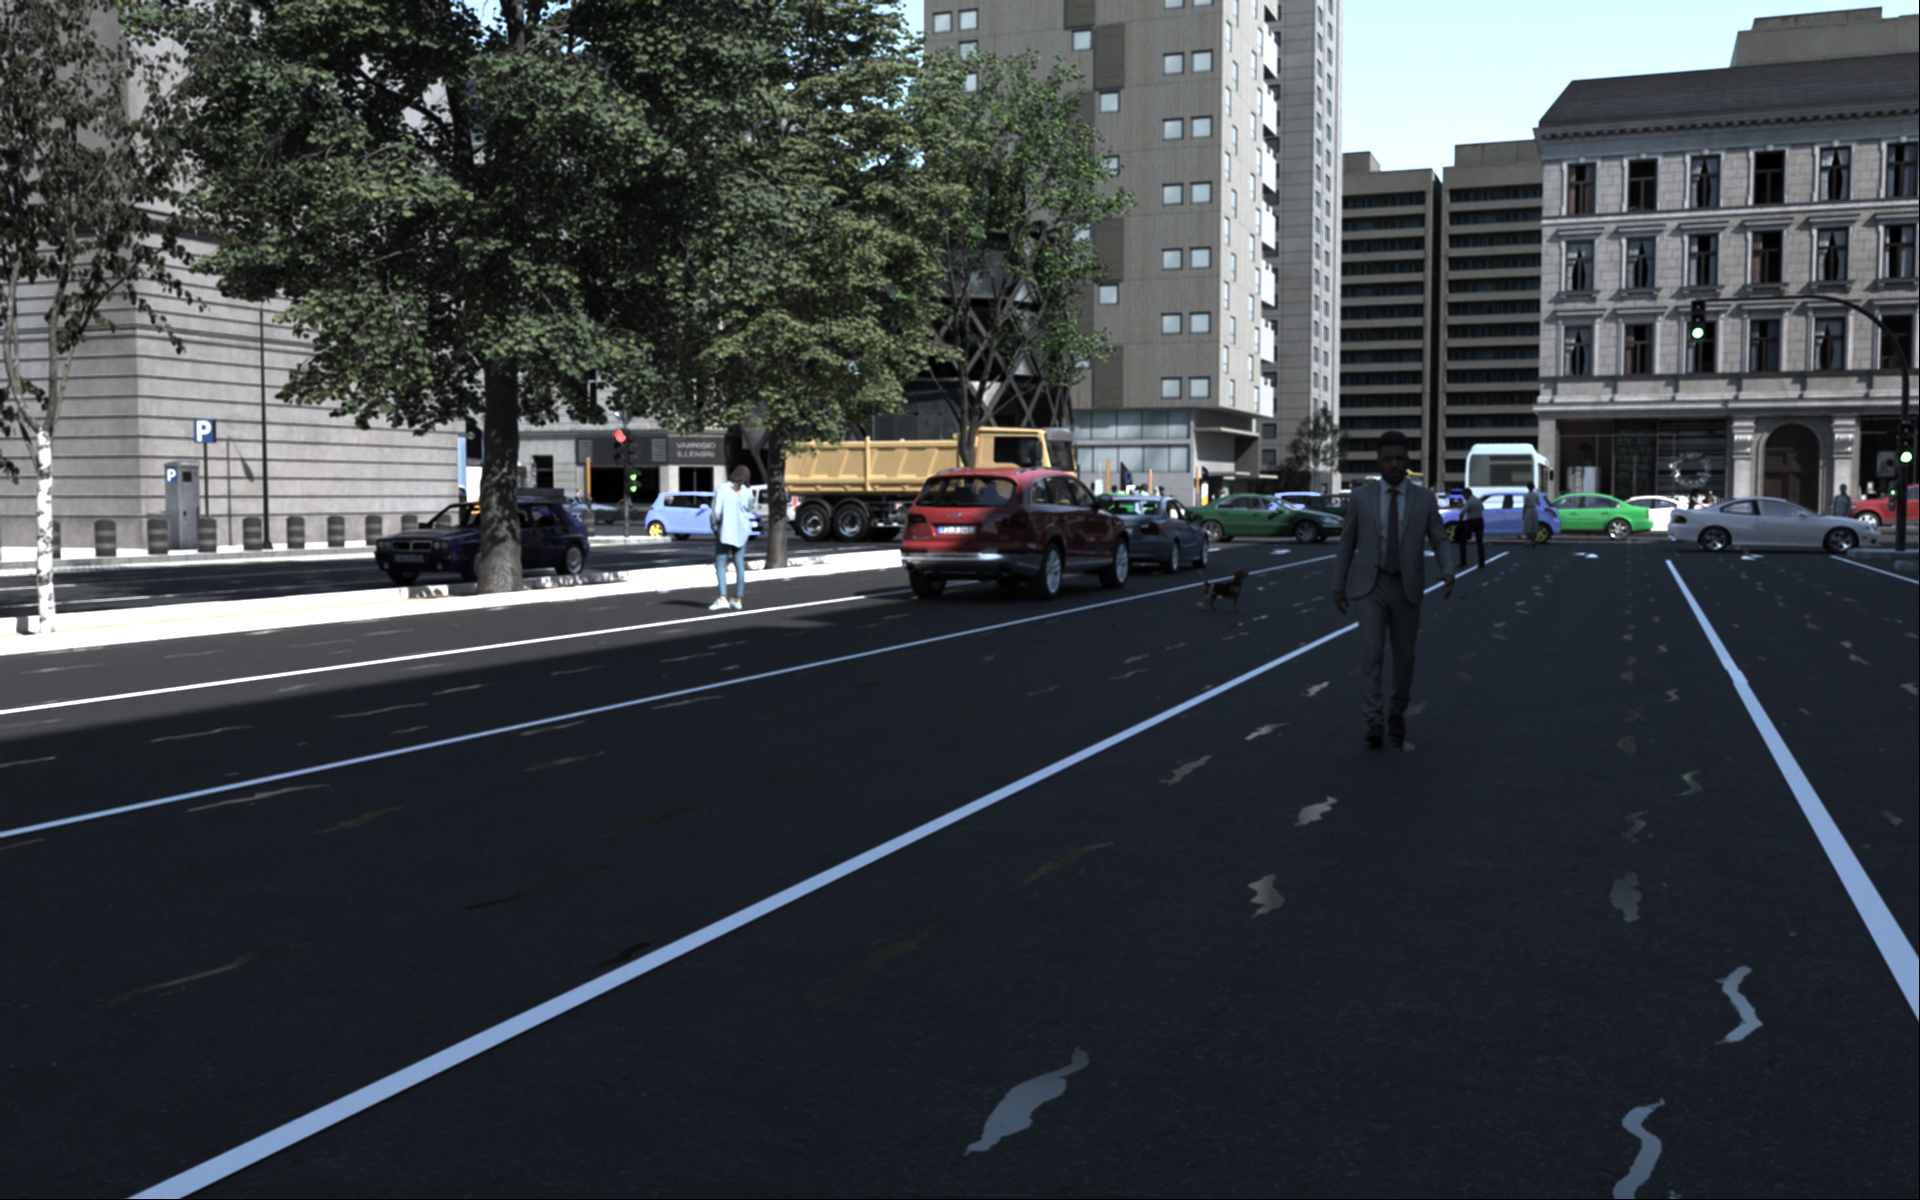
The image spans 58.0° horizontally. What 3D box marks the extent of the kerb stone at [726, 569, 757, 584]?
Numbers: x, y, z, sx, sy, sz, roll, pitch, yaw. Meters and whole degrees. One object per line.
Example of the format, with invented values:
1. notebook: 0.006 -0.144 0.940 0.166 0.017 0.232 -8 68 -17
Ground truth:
1. kerb stone: -3.622 -0.359 28.072 0.120 0.150 1.000 1 4 21

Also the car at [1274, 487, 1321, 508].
1. car: 14.122 -3.669 69.572 3.694 1.707 1.945 1 4 22

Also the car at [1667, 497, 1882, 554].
1. car: 20.188 -1.877 43.043 4.827 1.381 2.083 1 4 22

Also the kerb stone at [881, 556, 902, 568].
1. kerb stone: -1.401 -0.712 33.840 0.120 0.150 1.000 1 4 21

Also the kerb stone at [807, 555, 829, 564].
1. kerb stone: -3.000 -0.812 35.525 0.120 0.150 1.000 1 4 21

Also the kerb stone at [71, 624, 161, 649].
1. kerb stone: -8.088 0.347 16.517 0.120 0.150 1.000 1 4 21

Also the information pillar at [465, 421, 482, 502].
1. information pillar: -14.812 -3.757 52.789 0.504 3.616 0.183 -2 4 -23

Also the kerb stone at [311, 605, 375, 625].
1. kerb stone: -6.976 0.171 19.407 0.120 0.150 1.000 1 4 21

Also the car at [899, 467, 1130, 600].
1. car: 0.922 -1.009 25.178 2.281 1.827 5.304 1 4 22

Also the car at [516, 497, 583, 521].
1. car: -15.875 -3.196 64.827 3.894 1.354 1.945 1 4 22

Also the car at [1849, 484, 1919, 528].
1. car: 34.437 -3.287 62.409 5.304 1.827 2.281 1 4 22

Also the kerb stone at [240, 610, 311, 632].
1. kerb stone: -7.346 0.229 18.448 0.120 0.150 1.000 1 4 21

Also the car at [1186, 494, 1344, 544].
1. car: 8.997 -2.417 51.322 4.920 1.459 2.131 1 4 23

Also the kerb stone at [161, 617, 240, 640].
1. kerb stone: -7.723 0.288 17.485 0.120 0.150 1.000 1 4 21

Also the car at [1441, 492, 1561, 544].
1. car: 15.709 -2.524 50.854 3.694 1.707 1.945 1 4 20

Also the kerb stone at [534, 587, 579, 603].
1. kerb stone: -5.487 -0.065 23.259 0.120 0.150 1.000 1 4 21

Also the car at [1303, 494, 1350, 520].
1. car: 14.823 -3.390 65.206 4.222 1.686 2.009 1 4 21

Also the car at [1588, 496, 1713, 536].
1. car: 23.540 -2.920 60.107 4.827 1.381 2.083 1 4 21

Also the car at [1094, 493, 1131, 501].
1. car: 5.673 -3.601 67.678 4.718 1.807 1.959 1 4 22

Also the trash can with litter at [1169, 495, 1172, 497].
1. trash can with litter: 17.178 -8.070 143.325 0.624 1.170 1.055 -2 4 -34

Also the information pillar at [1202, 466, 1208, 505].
1. information pillar: 20.027 -9.199 141.752 0.504 3.616 0.183 0 4 -6

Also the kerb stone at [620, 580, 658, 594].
1. kerb stone: -4.741 -0.183 25.185 0.120 0.150 1.000 1 4 21

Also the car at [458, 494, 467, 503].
1. car: -17.562 -3.231 62.621 4.222 1.686 2.009 1 4 20

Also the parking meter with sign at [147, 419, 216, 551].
1. parking meter with sign: -17.834 -2.654 39.646 0.543 3.016 1.738 1 4 17

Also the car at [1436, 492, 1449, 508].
1. car: 48.003 -10.029 173.564 1.945 1.707 3.694 1 4 21

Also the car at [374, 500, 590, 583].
1. car: -7.889 -0.995 28.842 1.945 1.354 3.894 1 4 22

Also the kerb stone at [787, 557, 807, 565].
1. kerb stone: -3.372 -0.752 34.567 0.120 0.150 1.000 1 4 21

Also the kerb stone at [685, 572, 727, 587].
1. kerb stone: -3.991 -0.301 27.111 0.120 0.150 1.000 1 4 21

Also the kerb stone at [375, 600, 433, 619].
1. kerb stone: -6.604 0.112 20.370 0.120 0.150 1.000 1 4 21

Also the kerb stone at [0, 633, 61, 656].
1. kerb stone: -8.469 0.410 15.541 0.120 0.150 1.000 1 4 21

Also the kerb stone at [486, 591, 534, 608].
1. kerb stone: -5.862 -0.006 22.296 0.120 0.150 1.000 1 4 21

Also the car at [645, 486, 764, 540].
1. car: -7.855 -2.683 53.466 3.694 1.707 1.945 1 4 22

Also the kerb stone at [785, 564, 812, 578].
1. kerb stone: -2.888 -0.477 29.993 0.120 0.150 1.000 1 4 21

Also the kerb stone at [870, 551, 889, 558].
1. kerb stone: -1.890 -0.991 38.404 0.120 0.150 1.000 1 4 21

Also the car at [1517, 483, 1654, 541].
1. car: 19.306 -2.798 54.537 4.718 1.807 1.959 1 4 21

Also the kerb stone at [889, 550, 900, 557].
1. kerb stone: -1.519 -1.047 39.363 0.120 0.150 1.000 1 4 21

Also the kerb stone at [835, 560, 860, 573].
1. kerb stone: -2.144 -0.594 31.911 0.120 0.150 1.000 1 4 21

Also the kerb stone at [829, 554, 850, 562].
1. kerb stone: -2.625 -0.871 36.483 0.120 0.150 1.000 1 4 21

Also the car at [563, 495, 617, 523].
1. car: -18.746 -4.421 84.282 4.499 1.417 2.014 1 4 22

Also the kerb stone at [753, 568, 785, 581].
1. kerb stone: -3.261 -0.418 29.034 0.120 0.150 1.000 1 4 21

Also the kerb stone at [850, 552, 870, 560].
1. kerb stone: -2.262 -0.933 37.444 0.120 0.150 1.000 1 4 21

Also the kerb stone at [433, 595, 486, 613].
1. kerb stone: -6.229 0.055 21.329 0.120 0.150 1.000 1 4 21

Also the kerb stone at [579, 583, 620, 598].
1. kerb stone: -5.113 -0.124 24.217 0.120 0.150 1.000 1 4 21

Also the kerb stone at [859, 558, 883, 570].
1. kerb stone: -1.771 -0.651 32.879 0.120 0.150 1.000 1 4 21

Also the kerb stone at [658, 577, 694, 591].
1. kerb stone: -4.363 -0.238 26.151 0.120 0.150 1.000 1 4 21

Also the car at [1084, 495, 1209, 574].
1. car: 3.483 -1.261 32.614 2.014 1.417 4.499 1 4 19

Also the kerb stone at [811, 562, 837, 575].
1. kerb stone: -2.512 -0.535 30.950 0.120 0.150 1.000 1 4 21
